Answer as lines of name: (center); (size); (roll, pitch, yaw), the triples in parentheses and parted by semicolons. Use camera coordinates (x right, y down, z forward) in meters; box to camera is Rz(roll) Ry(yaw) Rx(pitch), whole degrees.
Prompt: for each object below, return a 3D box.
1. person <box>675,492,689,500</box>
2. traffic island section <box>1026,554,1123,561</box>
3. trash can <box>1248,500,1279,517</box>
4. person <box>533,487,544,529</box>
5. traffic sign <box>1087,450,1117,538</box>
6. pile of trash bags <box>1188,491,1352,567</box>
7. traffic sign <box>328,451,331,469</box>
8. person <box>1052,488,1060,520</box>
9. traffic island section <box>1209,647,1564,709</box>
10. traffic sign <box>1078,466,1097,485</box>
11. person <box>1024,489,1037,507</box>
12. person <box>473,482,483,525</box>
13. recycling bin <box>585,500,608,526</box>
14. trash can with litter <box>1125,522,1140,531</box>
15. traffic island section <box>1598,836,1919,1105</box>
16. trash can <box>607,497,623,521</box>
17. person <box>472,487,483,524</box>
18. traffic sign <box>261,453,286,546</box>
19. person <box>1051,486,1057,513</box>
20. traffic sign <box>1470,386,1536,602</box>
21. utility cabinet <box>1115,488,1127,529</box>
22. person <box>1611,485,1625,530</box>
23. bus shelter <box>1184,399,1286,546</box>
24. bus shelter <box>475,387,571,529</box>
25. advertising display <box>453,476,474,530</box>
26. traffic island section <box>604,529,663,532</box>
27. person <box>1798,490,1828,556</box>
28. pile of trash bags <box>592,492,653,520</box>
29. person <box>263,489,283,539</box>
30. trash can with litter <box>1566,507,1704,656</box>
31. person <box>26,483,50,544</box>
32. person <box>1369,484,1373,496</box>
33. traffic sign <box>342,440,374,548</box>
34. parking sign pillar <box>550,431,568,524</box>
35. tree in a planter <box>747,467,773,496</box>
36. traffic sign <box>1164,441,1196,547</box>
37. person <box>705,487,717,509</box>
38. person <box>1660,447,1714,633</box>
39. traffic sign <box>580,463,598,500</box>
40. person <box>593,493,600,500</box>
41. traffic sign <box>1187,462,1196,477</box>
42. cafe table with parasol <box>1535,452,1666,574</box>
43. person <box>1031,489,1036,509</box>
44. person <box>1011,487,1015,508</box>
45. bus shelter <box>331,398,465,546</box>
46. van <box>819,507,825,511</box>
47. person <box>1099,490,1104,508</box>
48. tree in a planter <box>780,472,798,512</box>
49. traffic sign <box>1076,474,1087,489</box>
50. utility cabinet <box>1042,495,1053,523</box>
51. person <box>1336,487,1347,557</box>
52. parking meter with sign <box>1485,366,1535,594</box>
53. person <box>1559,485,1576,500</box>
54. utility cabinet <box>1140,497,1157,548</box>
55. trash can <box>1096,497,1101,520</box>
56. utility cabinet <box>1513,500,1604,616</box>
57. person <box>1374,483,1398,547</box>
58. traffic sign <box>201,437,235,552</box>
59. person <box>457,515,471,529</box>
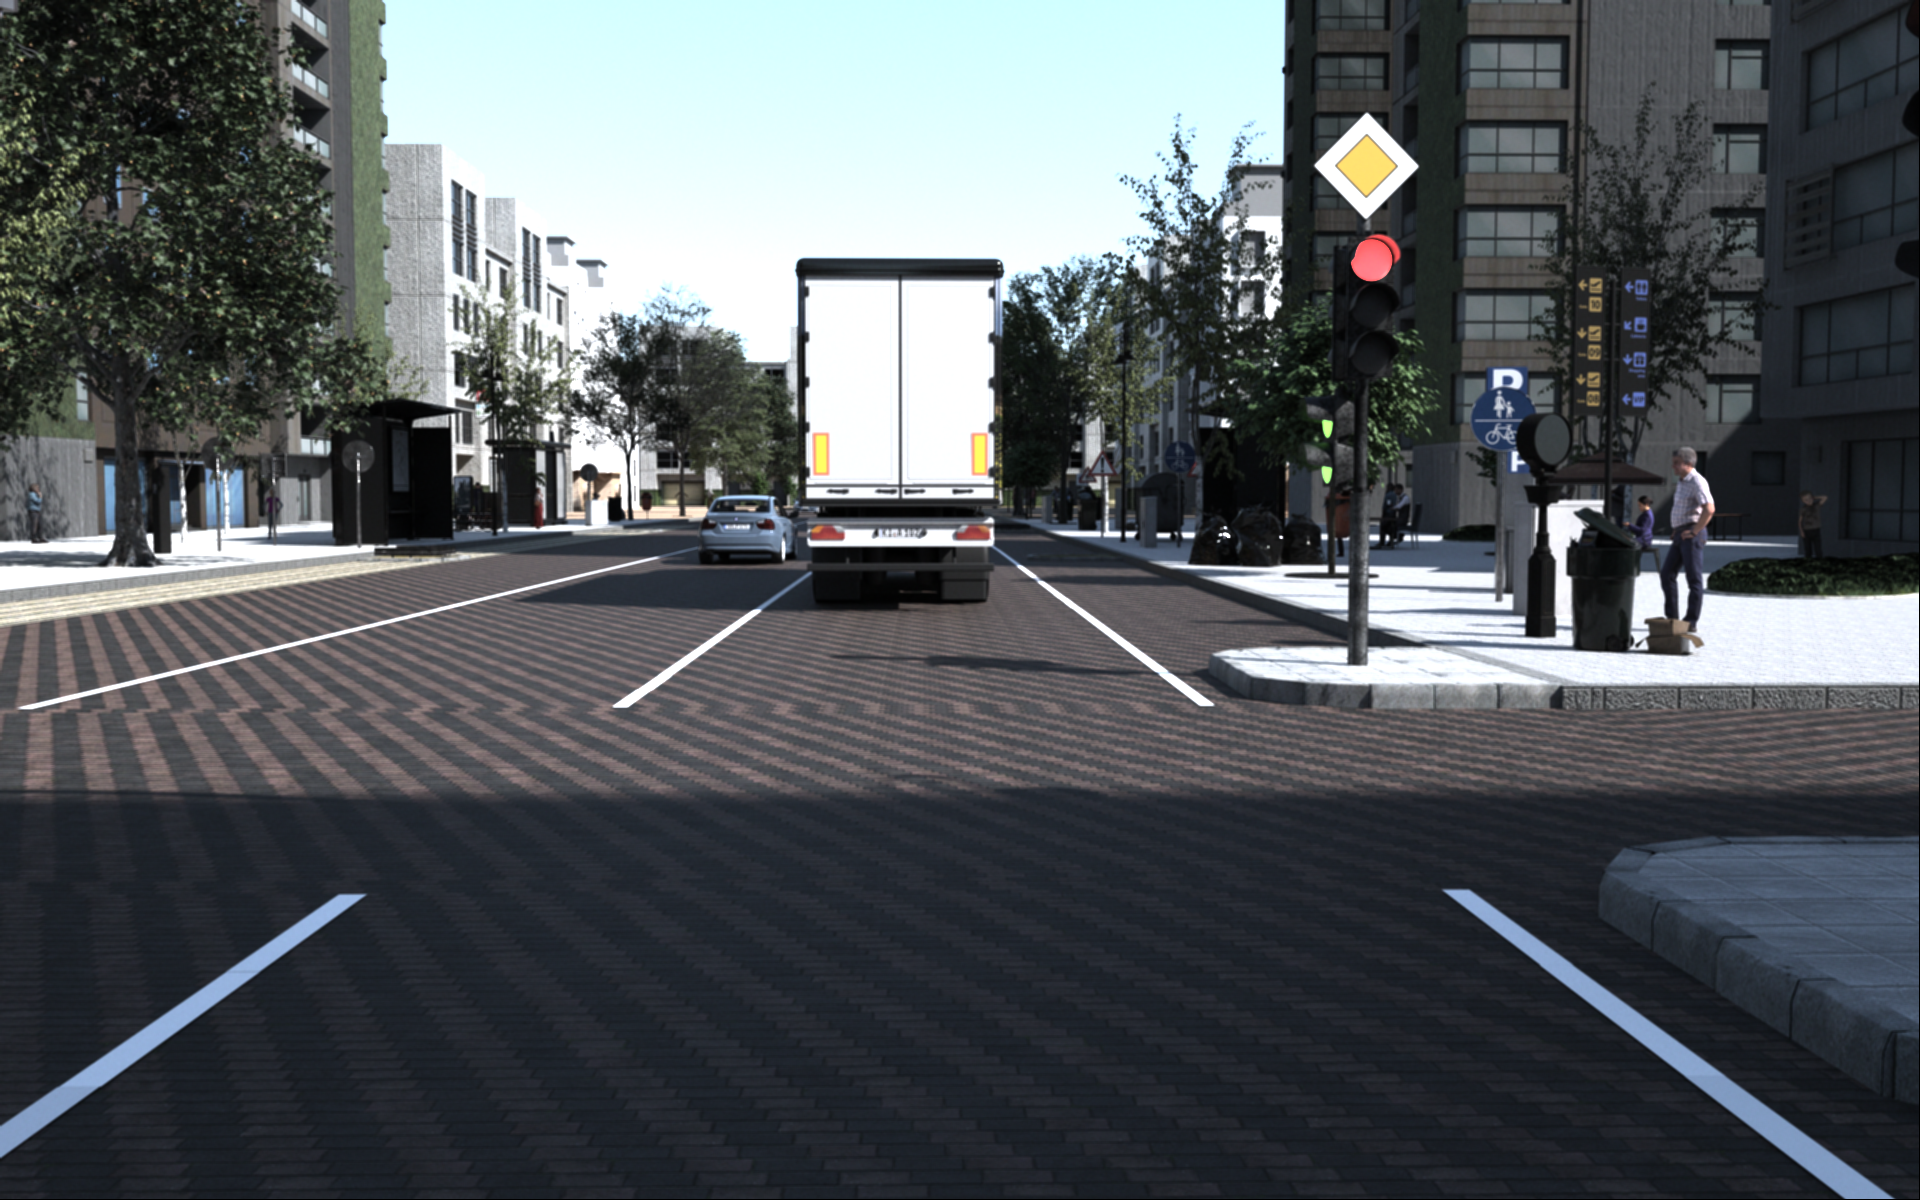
person: (-23.170, -8.398, 144.178); (1.217, 1.723, 0.721); (0, 4, -1)
traffic island section: (2.463, -0.922, 37.945); (1.991, 0.108, 1.994); (0, 4, -1)
trash can: (7.276, -1.829, 41.557); (0.748, 1.137, 0.748); (0, 3, 0)
person: (-15.458, -3.364, 63.516); (0.387, 1.526, 0.523); (-2, 4, -28)
traffic sign: (4.188, -3.116, 50.948); (0.884, 2.594, 0.081); (0, 4, 6)
pile of trash bags: (5.966, -1.350, 31.819); (3.447, 1.369, 1.912); (-2, 4, -35)
traffic sign: (-16.325, -2.791, 45.735); (0.768, 2.556, 0.104); (0, 4, 5)
person: (4.898, -4.789, 86.306); (0.435, 1.587, 0.963); (-2, 4, -32)
traffic island section: (3.008, 0.567, 13.010); (2.009, 0.180, 2.903); (0, 4, -1)
traffic sign: (5.922, -4.906, 80.218); (0.884, 2.594, 0.081); (0, 4, 3)
person: (6.383, -9.156, 156.427); (1.217, 1.739, 0.721); (1, 4, 20)
person: (-19.656, -3.951, 71.096); (0.568, 1.767, 0.683); (2, 4, 29)
recycling bin: (-14.565, -3.476, 69.389); (0.722, 1.027, 0.722); (-2, 4, -32)
trash can with litter: (6.249, -3.023, 60.808); (1.055, 1.170, 0.624); (2, 4, 27)
traffic island section: (3.180, 1.055, 5.027); (2.009, 0.180, 2.903); (0, 4, -1)
trash can: (-16.235, -4.274, 81.540); (0.748, 1.137, 0.748); (0, 3, 0)
person: (-20.592, -4.057, 74.236); (0.647, 1.594, 0.662); (3, 4, 36)
traffic sign: (-17.050, -2.503, 43.049); (0.606, 2.300, 0.079); (0, 4, -1)
person: (6.449, -6.733, 116.105); (1.348, 1.826, 0.705); (-3, 5, -41)
traffic sign: (6.429, -1.252, 20.572); (0.768, 2.556, 0.104); (0, 4, 8)
utility cabinet: (5.949, -3.369, 63.768); (0.318, 1.500, 1.173); (1, 4, 13)
person: (13.650, -1.781, 35.979); (0.431, 1.722, 0.655); (2, 4, 29)
bus shelter: (7.169, -3.315, 45.476); (1.731, 3.624, 6.357); (0, 4, -1)
bus shelter: (-17.218, -5.524, 67.955); (2.179, 5.291, 8.768); (0, 4, -1)
advertising display: (-17.715, -3.461, 61.801); (0.974, 1.923, 0.123); (3, 4, 36)
traffic island section: (-12.265, -2.594, 65.284); (1.991, 0.108, 1.994); (0, 4, -1)
person: (13.609, -1.080, 27.616); (0.435, 1.345, 0.340); (1, 4, 23)
pile of trash bags: (-17.193, -4.736, 87.184); (3.447, 1.369, 1.912); (0, 4, -4)
person: (-19.433, -2.428, 48.971); (0.726, 1.435, 0.776); (-1, 4, -18)
trash can with litter: (5.510, -0.168, 14.141); (1.055, 1.170, 0.624); (2, 4, 33)
person: (-23.817, -2.225, 44.634); (0.429, 1.552, 0.499); (0, 3, 0)
person: (13.005, -2.959, 55.233); (0.445, 1.727, 0.742); (-2, 4, -30)
traffic sign: (-14.224, -2.498, 40.945); (0.768, 2.556, 0.104); (0, 4, 0)
parking sign pillar: (-17.478, -5.220, 73.824); (1.447, 3.967, 1.447); (-1, 4, -16)
tree in a planter: (-13.338, -7.187, 114.733); (1.991, 3.239, 1.994); (0, 4, -1)
traffic sign: (5.260, -2.535, 41.551); (0.768, 2.556, 0.104); (0, 4, -1)
person: (-15.867, -6.342, 110.468); (1.217, 1.736, 0.721); (3, 5, 40)
person: (6.674, -0.553, 16.020); (0.436, 1.711, 0.756); (1, 4, 11)
traffic sign: (-15.386, -4.386, 71.812); (0.768, 2.556, 0.104); (0, 4, 4)
person: (-15.489, -3.913, 73.930); (0.340, 1.345, 0.435); (0, 4, 8)
traffic sign: (7.366, -3.229, 52.803); (0.884, 2.594, 0.081); (0, 4, 7)
cafe table with parasol: (10.400, -1.421, 28.097); (2.610, 1.966, 2.610); (-1, 4, -10)
person: (6.186, -8.609, 147.521); (0.721, 1.743, 1.217); (1, 4, 16)
person: (3.479, -6.439, 112.040); (0.721, 1.743, 1.217); (1, 4, 15)
bus shelter: (-14.653, -3.316, 45.495); (1.731, 3.624, 6.357); (0, 4, -1)
van: (-11.475, -8.714, 149.481); (2.013, 2.044, 4.112); (0, 4, 1)
person: (13.645, -9.681, 165.056); (0.721, 1.736, 1.217); (-3, 4, -39)
tree in a planter: (-13.920, -8.835, 141.670); (1.991, 3.239, 1.994); (0, 4, -1)
traffic sign: (6.065, -5.127, 85.960); (0.606, 2.300, 0.079); (0, 4, 8)
utility cabinet: (3.851, -4.008, 76.691); (0.306, 1.237, 1.020); (-1, 4, -8)
person: (7.926, -1.638, 35.518); (0.574, 1.496, 0.600); (1, 4, 18)
parking meter with sign: (7.346, -1.634, 22.971); (0.543, 3.016, 1.738); (1, 4, 9)
person: (13.409, -1.903, 38.620); (0.566, 1.644, 0.517); (2, 4, 30)
utility cabinet: (4.535, -1.872, 41.762); (0.306, 1.237, 1.020); (0, 4, -1)
trash can: (6.678, -4.483, 84.946); (0.748, 1.137, 0.748); (0, 3, 0)
utility cabinet: (6.350, -0.443, 18.403); (1.020, 1.237, 0.306); (-2, 4, -27)
person: (10.360, -2.060, 41.934); (0.499, 1.552, 0.429); (-1, 4, -12)
traffic sign: (-16.540, -2.355, 38.607); (0.768, 2.556, 0.104); (0, 4, 3)
person: (-18.023, -3.443, 62.999); (0.621, 1.740, 0.551); (3, 5, 41)
